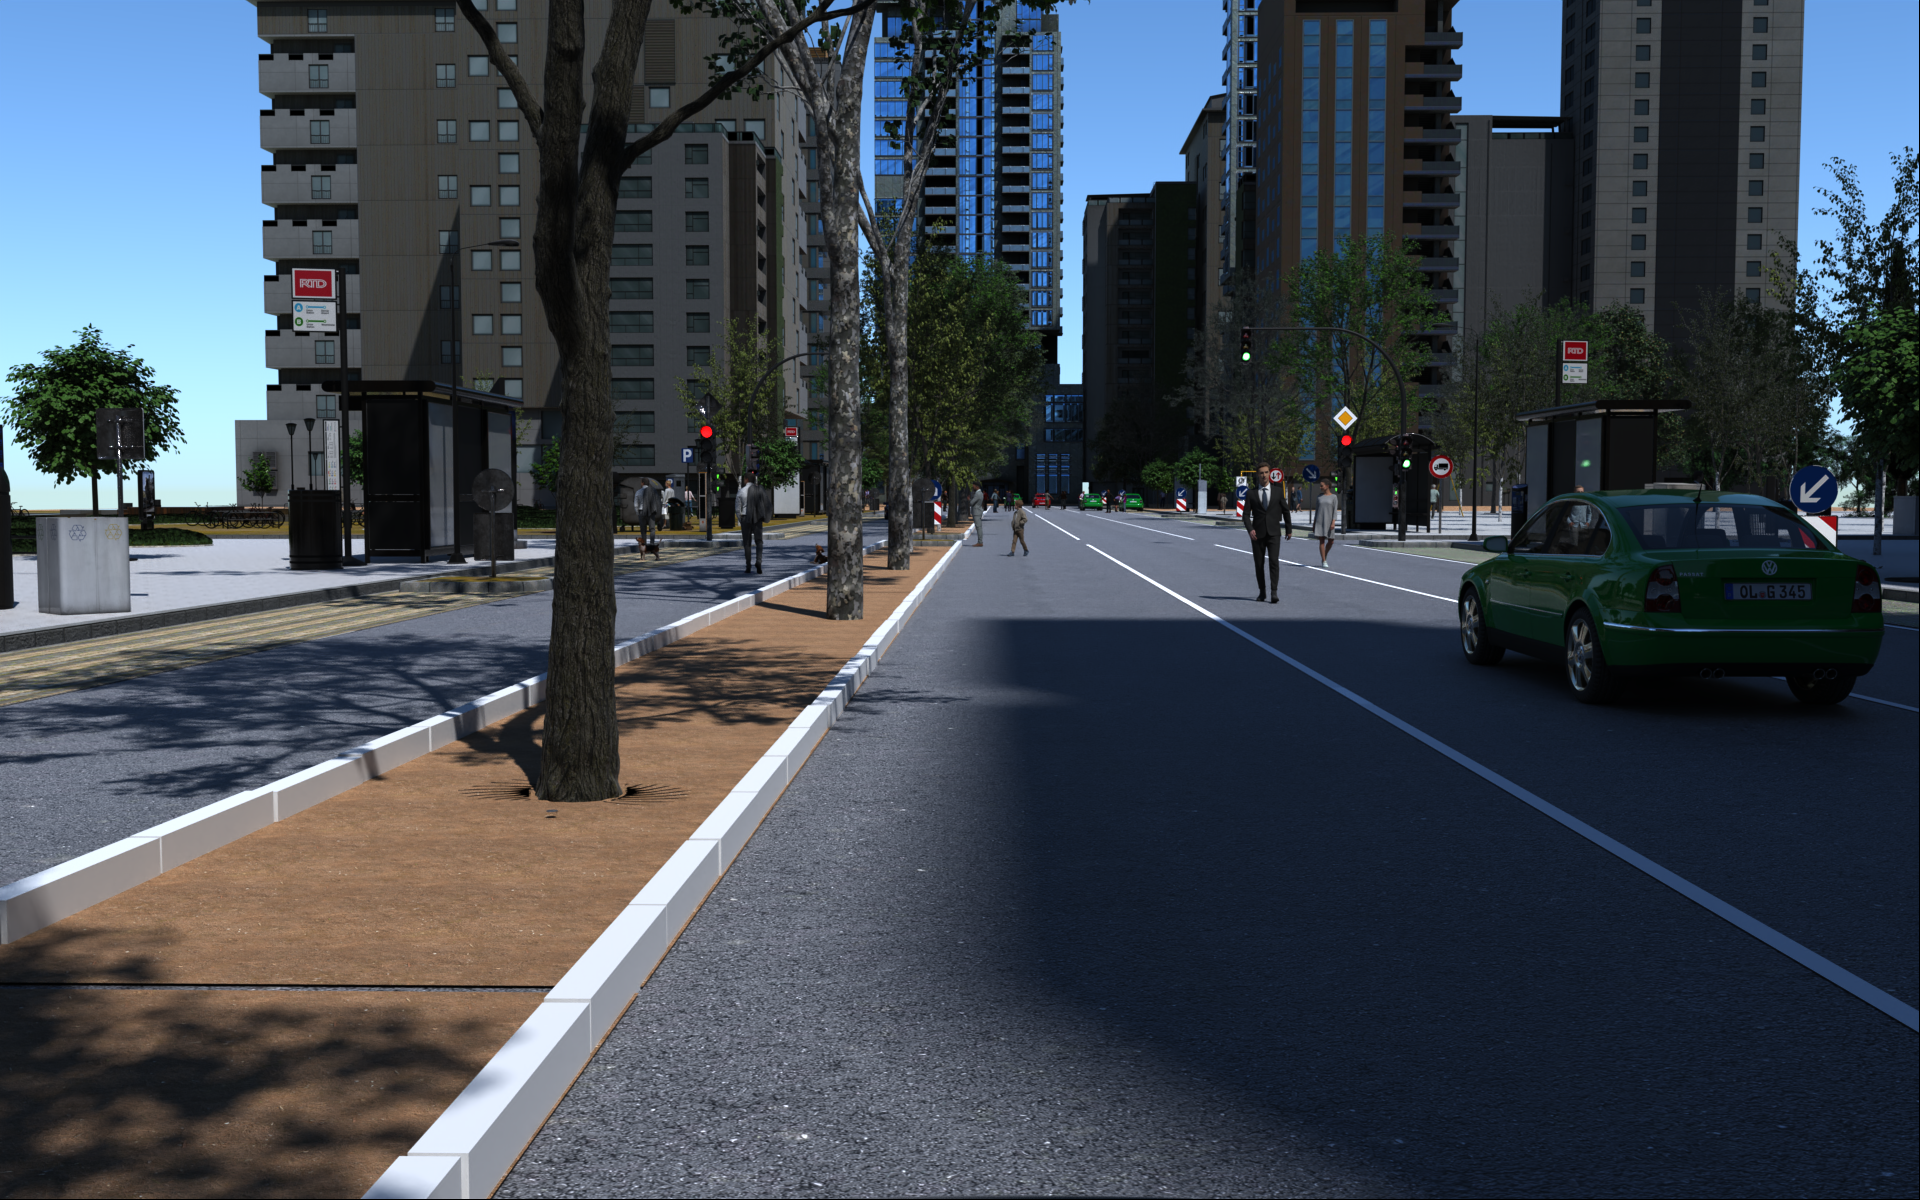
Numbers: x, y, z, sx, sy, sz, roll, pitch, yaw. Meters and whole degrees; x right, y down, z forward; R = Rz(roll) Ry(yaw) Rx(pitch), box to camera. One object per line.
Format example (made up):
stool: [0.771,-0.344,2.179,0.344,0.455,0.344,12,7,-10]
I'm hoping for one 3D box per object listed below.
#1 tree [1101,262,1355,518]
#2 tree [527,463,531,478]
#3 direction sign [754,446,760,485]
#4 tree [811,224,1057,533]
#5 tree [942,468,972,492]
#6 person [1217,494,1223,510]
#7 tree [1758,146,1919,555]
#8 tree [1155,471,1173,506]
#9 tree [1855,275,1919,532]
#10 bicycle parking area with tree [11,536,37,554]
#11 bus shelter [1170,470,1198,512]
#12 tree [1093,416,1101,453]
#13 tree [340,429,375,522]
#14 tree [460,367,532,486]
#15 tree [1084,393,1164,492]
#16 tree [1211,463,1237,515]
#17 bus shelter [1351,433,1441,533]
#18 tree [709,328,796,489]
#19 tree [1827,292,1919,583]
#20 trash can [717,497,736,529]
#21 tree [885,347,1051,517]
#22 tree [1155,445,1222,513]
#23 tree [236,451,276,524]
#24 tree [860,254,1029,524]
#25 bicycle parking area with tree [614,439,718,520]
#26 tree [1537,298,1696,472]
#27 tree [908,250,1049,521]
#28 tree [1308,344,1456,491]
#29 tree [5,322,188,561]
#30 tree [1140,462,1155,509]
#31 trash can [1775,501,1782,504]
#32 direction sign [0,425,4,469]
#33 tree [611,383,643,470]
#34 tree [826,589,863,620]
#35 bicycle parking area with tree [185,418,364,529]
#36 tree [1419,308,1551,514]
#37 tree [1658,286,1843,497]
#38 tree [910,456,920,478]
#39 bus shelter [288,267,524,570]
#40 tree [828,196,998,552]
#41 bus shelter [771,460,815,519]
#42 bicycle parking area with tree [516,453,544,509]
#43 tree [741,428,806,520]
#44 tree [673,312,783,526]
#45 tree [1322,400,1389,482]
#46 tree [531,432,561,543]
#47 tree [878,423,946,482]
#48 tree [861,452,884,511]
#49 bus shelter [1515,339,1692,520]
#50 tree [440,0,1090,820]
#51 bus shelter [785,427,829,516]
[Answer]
tree: [15.979,-11.139,92.491,12.009,13.543,11.850,0,3,0]
tree: [-13.402,-3.808,56.869,1.663,3.219,1.824,0,3,0]
direction sign: [-9.722,-5.500,81.921,0.379,3.537,0.876,2,4,26]
tree: [-0.941,-7.422,58.214,8.767,10.594,7.601,0,4,1]
tree: [0.106,-8.929,98.811,4.360,8.622,3.978,0,3,0]
person: [20.739,-8.050,138.215,0.434,1.755,0.990,-1,4,-12]
tree: [19.139,-5.262,36.394,4.737,8.622,4.395,0,3,0]
tree: [17.730,-9.343,147.353,1.663,3.219,1.824,0,3,0]
tree: [31.777,-6.657,59.198,4.360,8.622,3.978,0,3,0]
bicycle parking area with tree: [-18.625,-2.327,25.046,9.016,4.147,8.231,2,4,30]
bus shelter: [16.254,-7.919,123.402,2.014,3.302,5.546,0,4,1]
tree: [17.901,-15.679,166.726,12.009,13.543,11.850,0,3,0]
tree: [-26.766,-5.826,78.964,4.285,4.588,4.351,0,3,0]
tree: [-27.025,-9.160,100.135,4.737,8.622,4.395,0,3,0]
tree: [18.692,-17.065,196.023,9.611,12.733,9.660,0,3,0]
tree: [16.184,-6.799,105.764,1.663,3.219,1.824,0,3,0]
bus shelter: [14.882,-4.030,59.808,2.014,3.302,5.546,0,4,1]
tree: [-9.083,-7.704,76.331,4.360,8.622,3.978,0,3,0]
tree: [14.449,-2.544,25.304,4.285,4.588,4.351,0,3,0]
trash can: [-8.623,-3.205,64.054,0.748,1.137,0.748,0,3,0]
tree: [0.528,-11.884,107.129,12.009,13.543,11.850,0,3,0]
tree: [15.832,-8.052,115.367,4.285,4.588,4.351,0,3,0]
tree: [-30.275,-4.935,75.293,1.663,3.219,1.824,0,3,0]
tree: [-0.404,-9.860,81.790,7.486,12.596,7.792,0,3,0]
bicycle parking area with tree: [-15.952,-6.241,89.047,8.231,4.147,9.016,-1,4,-10]
tree: [38.504,-11.295,101.680,9.611,12.733,9.660,0,3,0]
tree: [0.118,-11.128,91.057,9.857,13.997,8.962,0,3,0]
tree: [19.594,-7.971,80.684,4.737,8.622,4.395,0,3,0]
tree: [-16.656,-3.019,33.082,4.285,4.588,4.351,0,3,0]
tree: [17.385,-10.250,151.299,4.285,4.588,4.351,0,3,0]
trash can: [15.625,-1.353,33.771,0.748,1.137,0.748,0,3,0]
direction sign: [-31.537,-3.954,56.647,0.876,3.537,0.379,2,4,29]
tree: [-22.911,-9.890,112.067,4.360,8.622,3.978,0,3,0]
tree: [-2.506,-9.888,20.016,12.611,20.169,13.585,0,3,0]
bicycle parking area with tree: [-25.961,-4.943,67.815,9.016,4.147,8.231,-1,4,-15]
tree: [35.234,-12.431,113.617,12.009,13.543,11.850,0,3,0]
tree: [35.829,-8.767,77.745,8.767,10.594,7.601,-3,4,-38]
tree: [-5.995,-14.719,191.018,4.360,8.622,3.978,0,3,0]
bus shelter: [-10.670,-3.409,33.368,2.179,5.291,8.768,0,4,1]
tree: [-1.193,-5.454,41.995,4.737,8.622,4.395,0,3,0]
bus shelter: [-9.037,-6.050,92.836,2.014,3.302,5.546,0,4,1]
bicycle parking area with tree: [-32.552,-7.914,116.396,8.231,4.147,9.016,1,4,16]
tree: [-9.276,-6.234,85.632,4.285,4.588,4.351,0,3,0]
tree: [-9.117,-7.310,69.882,4.737,8.622,4.395,0,3,0]
tree: [28.261,-10.544,122.757,4.360,8.622,3.978,0,3,0]
tree: [-10.140,-3.142,45.974,1.663,3.219,1.824,0,3,0]
tree: [-6.208,-17.559,204.102,9.611,12.733,9.660,0,3,0]
tree: [-7.426,-9.175,133.730,4.285,4.588,4.351,0,3,0]
bus shelter: [15.241,-3.979,42.686,2.179,5.291,8.768,0,4,1]
tree: [-1.688,-4.862,7.704,9.928,11.665,9.643,0,3,0]
bus shelter: [-9.306,-7.871,106.326,2.179,5.291,8.768,0,4,1]
